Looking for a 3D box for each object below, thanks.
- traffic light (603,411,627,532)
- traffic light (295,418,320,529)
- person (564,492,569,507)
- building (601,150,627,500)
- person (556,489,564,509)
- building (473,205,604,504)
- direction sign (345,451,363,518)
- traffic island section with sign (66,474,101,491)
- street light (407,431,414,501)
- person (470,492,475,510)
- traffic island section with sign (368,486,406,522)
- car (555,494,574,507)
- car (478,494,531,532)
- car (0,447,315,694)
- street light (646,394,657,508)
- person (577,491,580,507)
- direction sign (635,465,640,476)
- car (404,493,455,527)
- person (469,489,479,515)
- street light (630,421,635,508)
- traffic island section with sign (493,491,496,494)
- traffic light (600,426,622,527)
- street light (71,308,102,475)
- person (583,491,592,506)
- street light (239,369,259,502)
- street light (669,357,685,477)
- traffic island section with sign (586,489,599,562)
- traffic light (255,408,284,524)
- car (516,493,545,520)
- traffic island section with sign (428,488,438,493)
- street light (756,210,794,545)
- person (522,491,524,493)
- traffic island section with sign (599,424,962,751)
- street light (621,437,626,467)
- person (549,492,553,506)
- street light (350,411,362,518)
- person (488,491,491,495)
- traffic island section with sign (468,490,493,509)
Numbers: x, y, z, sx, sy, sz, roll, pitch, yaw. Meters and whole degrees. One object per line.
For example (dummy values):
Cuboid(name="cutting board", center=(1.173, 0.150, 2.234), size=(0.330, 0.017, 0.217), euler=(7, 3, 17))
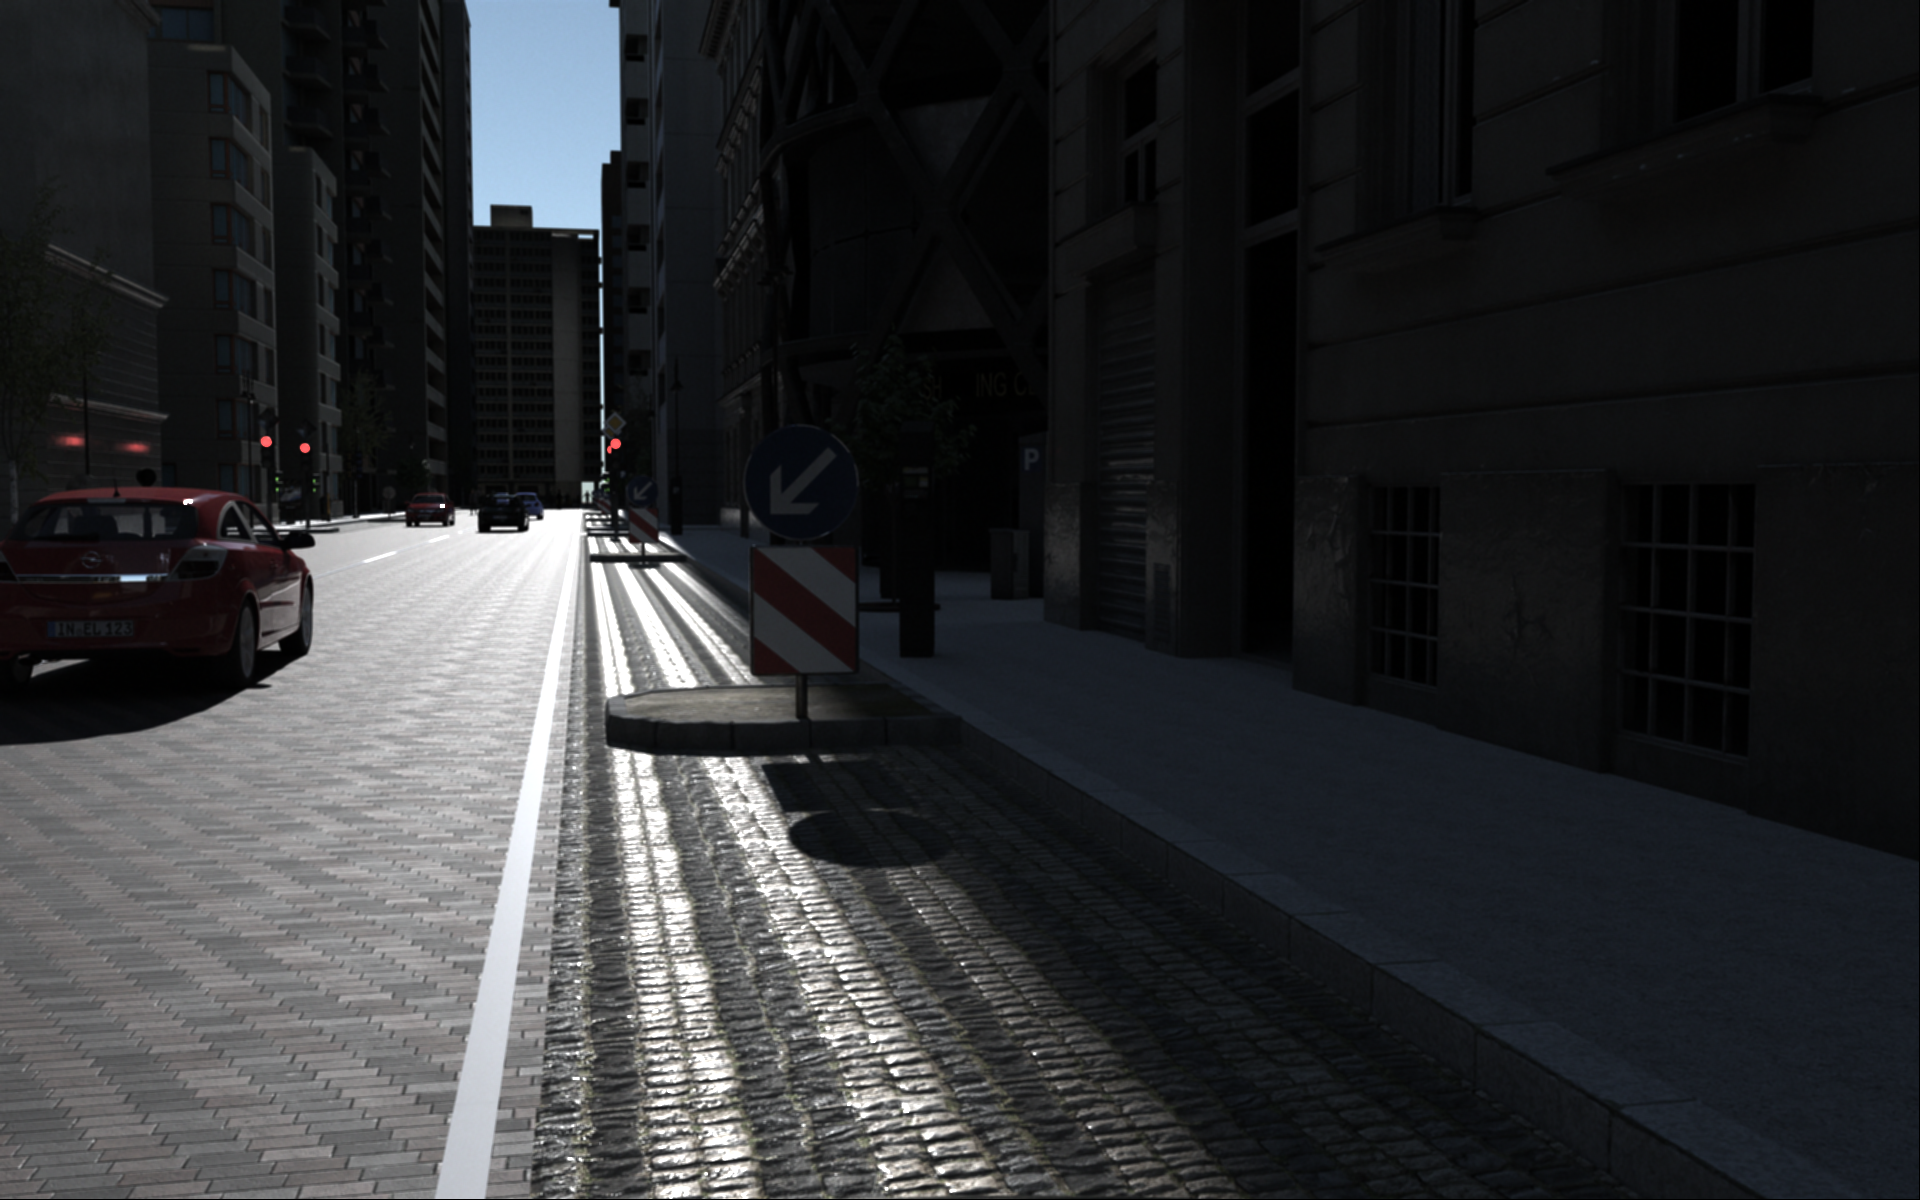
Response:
Cuboid(name="traffic light", center=(-11.699, -4.273, 58.780), size=(0.839, 4.253, 0.868), euler=(-1, 4, -12))
Cuboid(name="traffic light", center=(-24.201, -4.606, 64.226), size=(0.839, 4.253, 0.868), euler=(-1, 4, -12))
Cuboid(name="person", center=(-43.052, -10.978, 189.460), size=(0.415, 1.643, 0.593), euler=(2, 4, 29))
Cuboid(name="building", center=(-40.057, -35.462, 229.915), size=(14.200, 45.320, 14.600), euler=(-1, 4, -12))
Cuboid(name="person", center=(-37.468, -9.414, 162.046), size=(0.705, 1.869, 1.348), euler=(-3, 5, -43))
Cuboid(name="building", center=(-60.850, -33.269, 235.829), size=(23.993, 40.220, 32.217), euler=(-1, 4, -12))
Cuboid(name="direction sign", center=(-31.914, -6.069, 91.220), size=(0.876, 3.537, 0.379), euler=(-2, 4, -29))
Cuboid(name="traffic island section with sign", center=(-17.351, -1.560, 34.137), size=(1.989, 1.847, 2.006), euler=(-1, 4, -12))
Cuboid(name="street light", center=(-39.324, -9.259, 124.165), size=(0.468, 5.910, 1.993), euler=(-1, 4, -12))
Cuboid(name="person", center=(-43.318, -8.851, 154.023), size=(0.445, 1.727, 0.742), euler=(0, 4, 4))
Cuboid(name="traffic island section with sign", center=(-29.223, -4.900, 88.741), size=(1.989, 1.847, 2.006), euler=(-1, 4, -12))
Cuboid(name="car", center=(-44.060, -11.173, 192.899), size=(2.015, 1.641, 3.980), euler=(-1, 4, -12))
Cuboid(name="car", center=(-17.725, -3.518, 67.310), size=(2.009, 1.686, 4.222), euler=(-1, 4, -11))
Cuboid(name="car", center=(-6.435, -0.305, 14.035), size=(2.155, 1.783, 4.494), euler=(-1, 4, -12))
Cuboid(name="street light", center=(-14.009, -6.477, 78.682), size=(0.468, 5.910, 1.993), euler=(-1, 4, -12))
Cuboid(name="person", center=(-43.382, -11.455, 196.520), size=(0.721, 1.736, 1.217), euler=(0, 4, -7))
Cuboid(name="direction sign", center=(-25.120, -8.797, 135.834), size=(0.379, 3.537, 0.876), euler=(2, 4, 32))
Cuboid(name="car", center=(-23.824, -4.212, 77.913), size=(2.155, 1.783, 4.494), euler=(-1, 4, -11))
Cuboid(name="person", center=(-33.238, -6.722, 118.585), size=(0.709, 1.800, 0.728), euler=(1, 4, 8))
Cuboid(name="street light", center=(-20.503, -8.308, 108.626), size=(0.468, 5.910, 1.993), euler=(-1, 4, -12))
Cuboid(name="traffic island section with sign", center=(-51.547, -11.180, 191.417), size=(1.989, 1.847, 2.006), euler=(-1, 4, -12))
Cuboid(name="traffic light", center=(-13.395, -4.750, 66.583), size=(0.839, 4.253, 0.868), euler=(-1, 4, -12))
Cuboid(name="street light", center=(-21.740, -4.300, 43.098), size=(0.468, 5.910, 1.993), euler=(-1, 4, -12))
Cuboid(name="person", center=(-45.354, -12.378, 210.835), size=(1.348, 1.831, 0.705), euler=(-2, 4, -32))
Cuboid(name="street light", center=(-26.258, -5.581, 64.031), size=(0.468, 5.910, 1.993), euler=(-1, 4, -12))
Cuboid(name="street light", center=(-9.526, -5.230, 58.291), size=(0.468, 5.910, 1.993), euler=(-1, 4, -12))
Cuboid(name="traffic island section with sign", center=(-6.893, -1.732, 36.944), size=(1.989, 1.847, 2.006), euler=(-1, 4, -12))
Cuboid(name="traffic light", center=(-22.505, -4.129, 56.423), size=(0.839, 4.253, 0.868), euler=(-1, 4, -12))
Cuboid(name="car", center=(-24.335, -5.364, 97.285), size=(1.945, 1.707, 3.694), euler=(-1, 4, -11))
Cuboid(name="traffic island section with sign", center=(-34.956, -6.511, 115.081), size=(1.989, 1.847, 2.006), euler=(-1, 4, -12))
Cuboid(name="street light", center=(-3.037, -3.407, 28.500), size=(0.468, 5.910, 1.993), euler=(-1, 4, -12))
Cuboid(name="person", center=(-45.390, -10.429, 179.732), size=(1.217, 1.735, 0.721), euler=(-2, 4, -27))
Cuboid(name="traffic island section with sign", center=(-1.162, -0.120, 10.595), size=(1.989, 1.847, 2.006), euler=(-1, 4, -12))
Cuboid(name="street light", center=(-26.939, -10.133, 138.455), size=(0.468, 5.910, 1.993), euler=(-1, 4, -12))
Cuboid(name="person", center=(-47.991, -11.844, 202.950), size=(0.742, 1.727, 0.445), euler=(3, 4, 38))
Cuboid(name="street light", center=(-32.850, -7.436, 94.370), size=(0.468, 5.910, 1.993), euler=(-1, 4, -12))
Cuboid(name="person", center=(-50.110, -10.746, 184.911), size=(1.217, 1.743, 0.721), euler=(-1, 4, -18))
Cuboid(name="traffic island section with sign", center=(-45.704, -9.536, 164.542), size=(1.989, 1.847, 2.006), euler=(-1, 4, -12))
